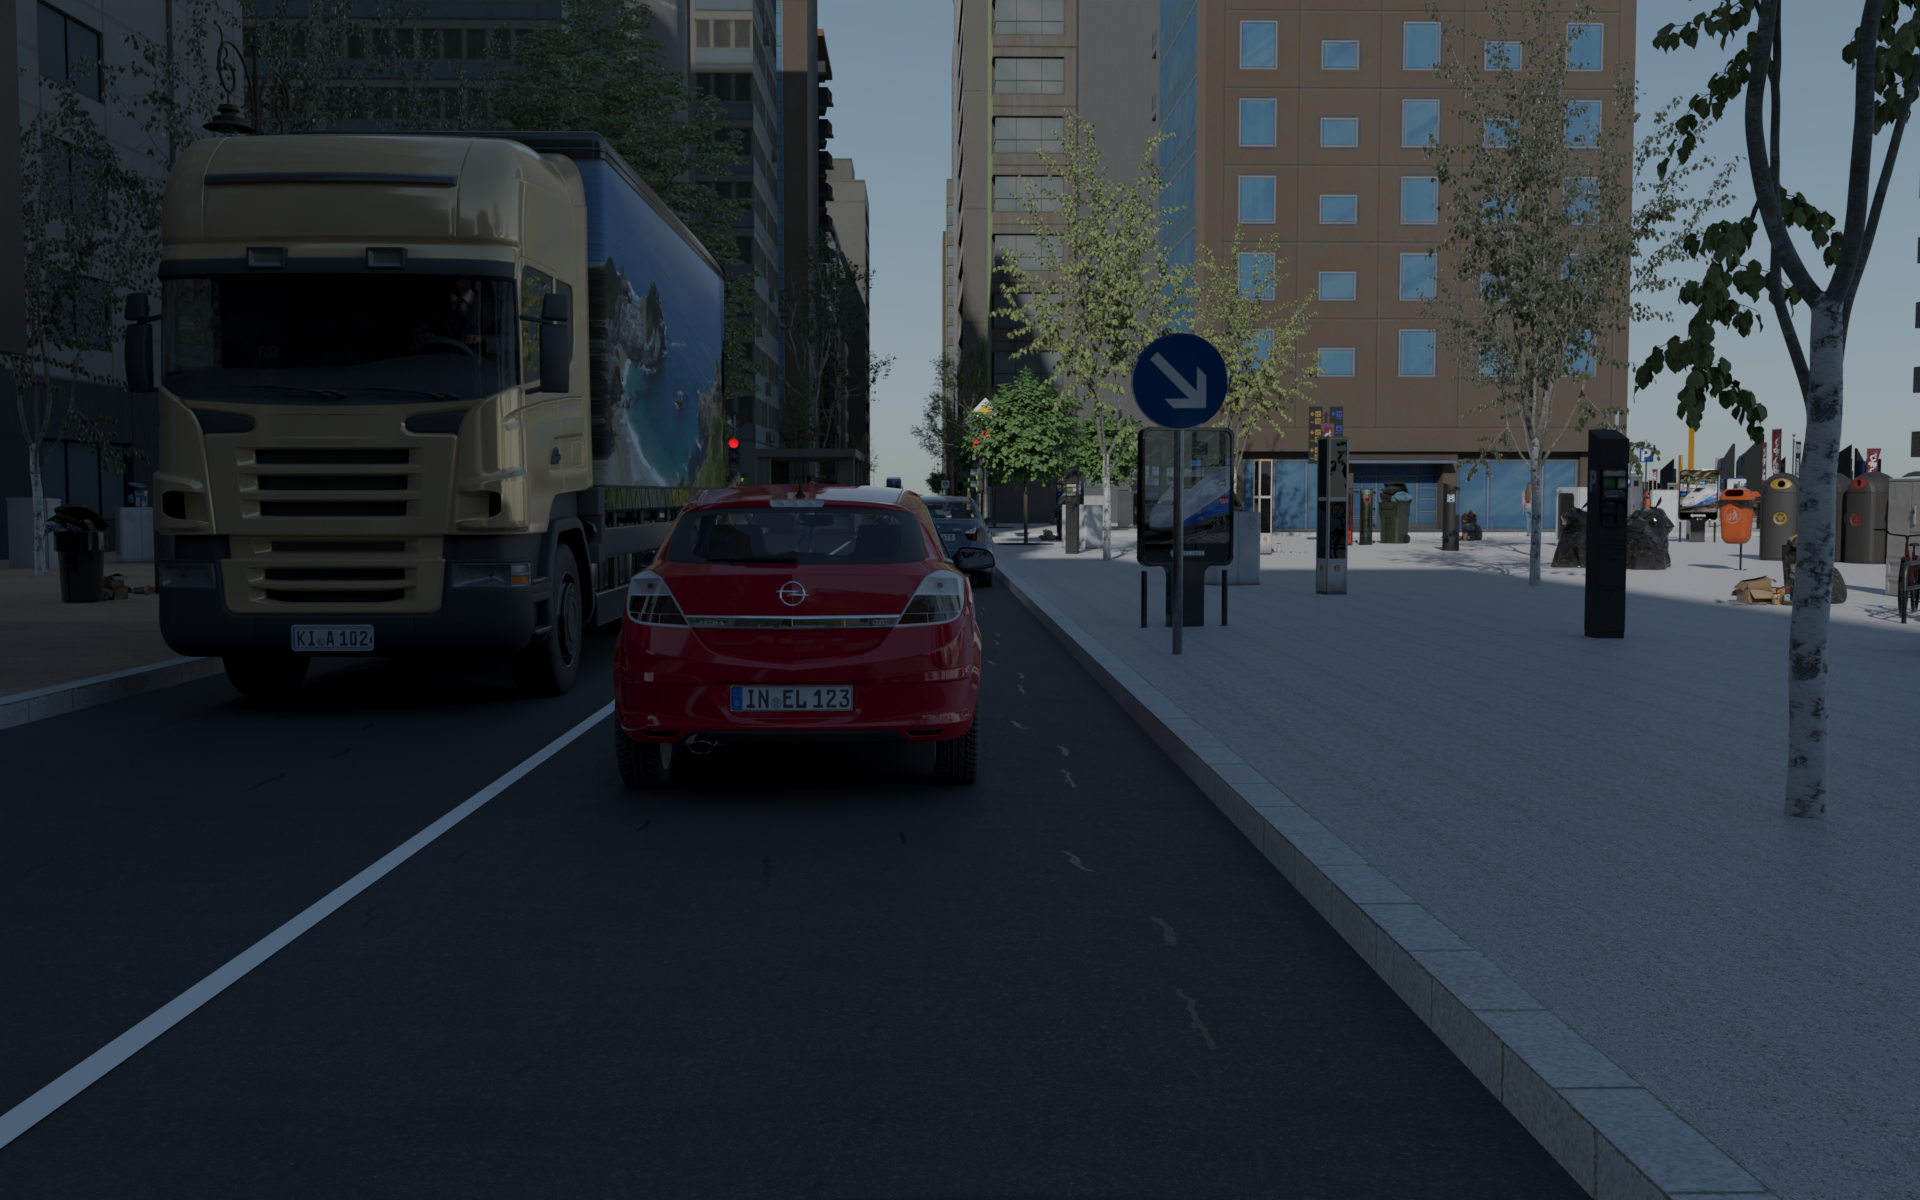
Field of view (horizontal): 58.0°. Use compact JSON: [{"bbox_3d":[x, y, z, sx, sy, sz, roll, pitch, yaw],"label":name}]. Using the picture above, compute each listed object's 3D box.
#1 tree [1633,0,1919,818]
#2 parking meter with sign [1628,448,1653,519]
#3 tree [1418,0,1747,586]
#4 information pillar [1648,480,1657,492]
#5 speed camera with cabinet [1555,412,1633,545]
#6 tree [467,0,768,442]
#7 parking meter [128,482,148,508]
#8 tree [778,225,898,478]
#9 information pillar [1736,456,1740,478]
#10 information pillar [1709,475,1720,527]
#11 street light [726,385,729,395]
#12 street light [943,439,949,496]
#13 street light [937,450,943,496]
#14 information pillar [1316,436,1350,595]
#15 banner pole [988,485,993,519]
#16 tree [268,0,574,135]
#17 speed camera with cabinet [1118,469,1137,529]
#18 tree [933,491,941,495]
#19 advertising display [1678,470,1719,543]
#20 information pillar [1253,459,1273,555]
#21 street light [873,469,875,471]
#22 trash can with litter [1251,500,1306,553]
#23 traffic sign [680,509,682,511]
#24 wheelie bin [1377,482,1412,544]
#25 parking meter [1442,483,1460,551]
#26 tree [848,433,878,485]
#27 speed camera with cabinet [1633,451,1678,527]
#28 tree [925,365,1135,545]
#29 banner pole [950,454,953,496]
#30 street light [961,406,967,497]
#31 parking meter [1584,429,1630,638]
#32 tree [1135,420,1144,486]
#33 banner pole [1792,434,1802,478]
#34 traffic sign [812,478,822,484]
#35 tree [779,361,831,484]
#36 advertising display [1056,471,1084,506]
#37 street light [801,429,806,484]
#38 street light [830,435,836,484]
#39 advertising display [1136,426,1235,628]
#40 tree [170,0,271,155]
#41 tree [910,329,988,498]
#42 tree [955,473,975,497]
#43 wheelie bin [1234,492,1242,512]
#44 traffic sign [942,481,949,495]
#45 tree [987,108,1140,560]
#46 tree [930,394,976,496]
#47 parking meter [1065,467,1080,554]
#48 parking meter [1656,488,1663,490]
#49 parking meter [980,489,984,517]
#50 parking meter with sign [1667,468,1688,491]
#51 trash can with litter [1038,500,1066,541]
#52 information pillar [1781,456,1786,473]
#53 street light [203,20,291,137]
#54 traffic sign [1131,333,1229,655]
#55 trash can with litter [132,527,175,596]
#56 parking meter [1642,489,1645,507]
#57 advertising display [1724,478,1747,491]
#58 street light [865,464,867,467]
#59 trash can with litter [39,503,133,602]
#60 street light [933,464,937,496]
[{"bbox_3d":[3.609,-3.448,6.741,4.737,8.622,4.395,0,3,0],"label":"tree"},{"bbox_3d":[25.046,-4.177,64.563,1.738,3.016,0.543,-2,4,-33],"label":"parking meter with sign"},{"bbox_3d":[8.105,-4.491,23.796,4.360,8.622,3.978,0,3,0],"label":"tree"},{"bbox_3d":[35.628,-5.177,89.138,0.304,2.012,0.304,-2,4,-26],"label":"information pillar"},{"bbox_3d":[15.199,-2.899,41.730,0.660,3.252,2.038,-1,4,-15],"label":"speed camera with cabinet"},{"bbox_3d":[-8.413,-7.441,39.782,7.486,12.596,7.792,0,3,0],"label":"tree"},{"bbox_3d":[-17.207,-1.705,36.280,0.372,1.533,0.369,0,3,0],"label":"parking meter"},{"bbox_3d":[-10.956,-16.433,124.575,12.611,20.169,13.585,0,3,0],"label":"tree"},{"bbox_3d":[47.468,-6.993,105.697,0.183,3.616,0.504,0,4,2],"label":"information pillar"},{"bbox_3d":[29.190,-3.825,67.034,0.304,2.012,0.304,1,4,11],"label":"information pillar"},{"bbox_3d":[-8.010,-5.251,58.642,0.468,5.910,1.993,0,4,-1],"label":"street light"},{"bbox_3d":[-0.896,-9.822,133.377,0.468,5.910,1.993,0,4,-1],"label":"street light"},{"bbox_3d":[-1.719,-11.911,167.535,0.468,5.910,1.993,0,4,-1],"label":"street light"},{"bbox_3d":[4.766,-1.081,22.173,0.304,2.012,0.304,-1,4,-17],"label":"information pillar"},{"bbox_3d":[1.267,-4.966,71.207,0.401,3.779,0.863,-1,4,-16],"label":"banner pole"},{"bbox_3d":[-7.533,-4.695,27.129,4.360,8.622,3.978,0,3,0],"label":"tree"},{"bbox_3d":[6.511,-4.330,65.129,0.660,3.252,2.038,1,4,23],"label":"speed camera with cabinet"},{"bbox_3d":[-3.280,-15.088,241.293,1.663,3.219,1.824,0,3,0],"label":"tree"},{"bbox_3d":[19.580,-2.491,45.940,0.974,1.923,0.123,1,4,18],"label":"advertising display"},{"bbox_3d":[6.400,-1.964,36.608,0.304,2.012,0.304,-1,4,-13],"label":"information pillar"},{"bbox_3d":[-12.936,-17.583,260.267,0.468,5.910,1.993,0,4,-1],"label":"street light"},{"bbox_3d":[6.623,-1.682,38.565,1.678,1.210,2.233,-1,4,-10],"label":"trash can with litter"},{"bbox_3d":[-7.392,-2.805,45.961,0.768,2.556,0.104,0,4,2],"label":"traffic sign"},{"bbox_3d":[11.268,-2.260,44.866,0.693,1.594,0.980,-3,5,-43],"label":"wheelie bin"},{"bbox_3d":[11.091,-1.878,39.108,0.372,1.533,0.369,0,3,0],"label":"parking meter"},{"bbox_3d":[-11.839,-15.811,208.866,4.360,8.622,3.978,0,3,0],"label":"tree"},{"bbox_3d":[27.328,-4.542,68.596,2.038,3.252,0.660,1,4,15],"label":"speed camera with cabinet"},{"bbox_3d":[1.758,-3.677,43.841,4.285,4.588,4.351,0,3,0],"label":"tree"},{"bbox_3d":[-0.520,-7.237,108.347,0.401,3.779,0.863,0,4,6],"label":"banner pole"},{"bbox_3d":[0.245,-7.225,90.909,0.468,5.910,1.993,0,4,-1],"label":"street light"},{"bbox_3d":[5.776,-0.597,15.469,0.255,1.863,0.399,0,4,1],"label":"parking meter"},{"bbox_3d":[5.300,-4.743,61.259,4.285,4.588,4.351,0,3,0],"label":"tree"},{"bbox_3d":[34.827,-5.026,72.195,0.863,3.779,0.401,-3,4,-37],"label":"banner pole"},{"bbox_3d":[-8.827,-6.409,106.916,0.606,2.300,0.079,0,4,3],"label":"traffic sign"},{"bbox_3d":[-9.207,-8.944,96.595,4.737,8.622,4.395,0,3,0],"label":"tree"},{"bbox_3d":[3.098,-2.665,48.793,0.123,1.923,0.974,-3,5,-43],"label":"advertising display"},{"bbox_3d":[-9.082,-7.807,100.429,0.468,5.910,1.993,0,4,-1],"label":"street light"},{"bbox_3d":[-9.950,-9.991,136.136,0.468,5.910,1.993,0,4,-1],"label":"street light"},{"bbox_3d":[2.177,-0.704,16.718,0.974,1.923,0.123,-1,4,-17],"label":"advertising display"},{"bbox_3d":[-8.372,-4.319,20.982,4.360,8.622,3.978,0,3,0],"label":"tree"},{"bbox_3d":[0.783,-9.974,97.482,7.601,10.594,8.767,-1,4,-10],"label":"tree"},{"bbox_3d":[0.116,-8.651,136.044,1.663,3.219,1.824,0,3,0],"label":"tree"},{"bbox_3d":[4.127,-1.232,28.045,0.693,1.594,0.980,-1,4,-21],"label":"wheelie bin"},{"bbox_3d":[-1.086,-7.764,129.070,0.606,2.300,0.079,0,4,8],"label":"traffic sign"},{"bbox_3d":[2.742,-5.056,33.034,4.737,8.622,4.395,0,3,0],"label":"tree"},{"bbox_3d":[-0.180,-10.672,124.846,4.360,8.622,3.978,0,3,0],"label":"tree"},{"bbox_3d":[2.410,-1.920,37.099,0.255,1.863,0.399,1,4,12],"label":"parking meter"},{"bbox_3d":[29.327,-3.940,72.836,0.372,1.533,0.369,0,3,0],"label":"parking meter"},{"bbox_3d":[1.262,-5.048,90.946,0.372,1.533,0.369,0,3,0],"label":"parking meter"},{"bbox_3d":[48.562,-7.445,117.979,1.738,3.016,0.543,2,4,31],"label":"parking meter with sign"},{"bbox_3d":[2.716,-2.231,47.860,1.055,1.170,0.624,-2,4,-25],"label":"trash can with litter"},{"bbox_3d":[51.281,-7.143,108.135,0.183,3.616,0.504,-3,4,-39],"label":"information pillar"},{"bbox_3d":[-7.083,-2.738,17.560,0.468,5.910,1.993,0,4,-1],"label":"street light"},{"bbox_3d":[1.742,-0.837,13.799,0.768,2.556,0.104,0,4,5],"label":"traffic sign"},{"bbox_3d":[-9.947,-0.716,22.766,1.678,1.210,2.233,2,4,26],"label":"trash can with litter"},{"bbox_3d":[33.912,-4.762,86.271,0.372,1.533,0.369,0,3,0],"label":"parking meter"},{"bbox_3d":[30.727,-3.879,68.635,0.974,1.923,0.123,-1,4,-16],"label":"advertising display"},{"bbox_3d":[-11.853,-15.030,218.534,0.468,5.910,1.993,0,4,-1],"label":"street light"},{"bbox_3d":[-10.450,-0.574,20.769,0.624,1.170,1.055,0,4,4],"label":"trash can with litter"},{"bbox_3d":[-2.677,-14.468,209.336,0.468,5.910,1.993,0,4,-1],"label":"street light"}]
